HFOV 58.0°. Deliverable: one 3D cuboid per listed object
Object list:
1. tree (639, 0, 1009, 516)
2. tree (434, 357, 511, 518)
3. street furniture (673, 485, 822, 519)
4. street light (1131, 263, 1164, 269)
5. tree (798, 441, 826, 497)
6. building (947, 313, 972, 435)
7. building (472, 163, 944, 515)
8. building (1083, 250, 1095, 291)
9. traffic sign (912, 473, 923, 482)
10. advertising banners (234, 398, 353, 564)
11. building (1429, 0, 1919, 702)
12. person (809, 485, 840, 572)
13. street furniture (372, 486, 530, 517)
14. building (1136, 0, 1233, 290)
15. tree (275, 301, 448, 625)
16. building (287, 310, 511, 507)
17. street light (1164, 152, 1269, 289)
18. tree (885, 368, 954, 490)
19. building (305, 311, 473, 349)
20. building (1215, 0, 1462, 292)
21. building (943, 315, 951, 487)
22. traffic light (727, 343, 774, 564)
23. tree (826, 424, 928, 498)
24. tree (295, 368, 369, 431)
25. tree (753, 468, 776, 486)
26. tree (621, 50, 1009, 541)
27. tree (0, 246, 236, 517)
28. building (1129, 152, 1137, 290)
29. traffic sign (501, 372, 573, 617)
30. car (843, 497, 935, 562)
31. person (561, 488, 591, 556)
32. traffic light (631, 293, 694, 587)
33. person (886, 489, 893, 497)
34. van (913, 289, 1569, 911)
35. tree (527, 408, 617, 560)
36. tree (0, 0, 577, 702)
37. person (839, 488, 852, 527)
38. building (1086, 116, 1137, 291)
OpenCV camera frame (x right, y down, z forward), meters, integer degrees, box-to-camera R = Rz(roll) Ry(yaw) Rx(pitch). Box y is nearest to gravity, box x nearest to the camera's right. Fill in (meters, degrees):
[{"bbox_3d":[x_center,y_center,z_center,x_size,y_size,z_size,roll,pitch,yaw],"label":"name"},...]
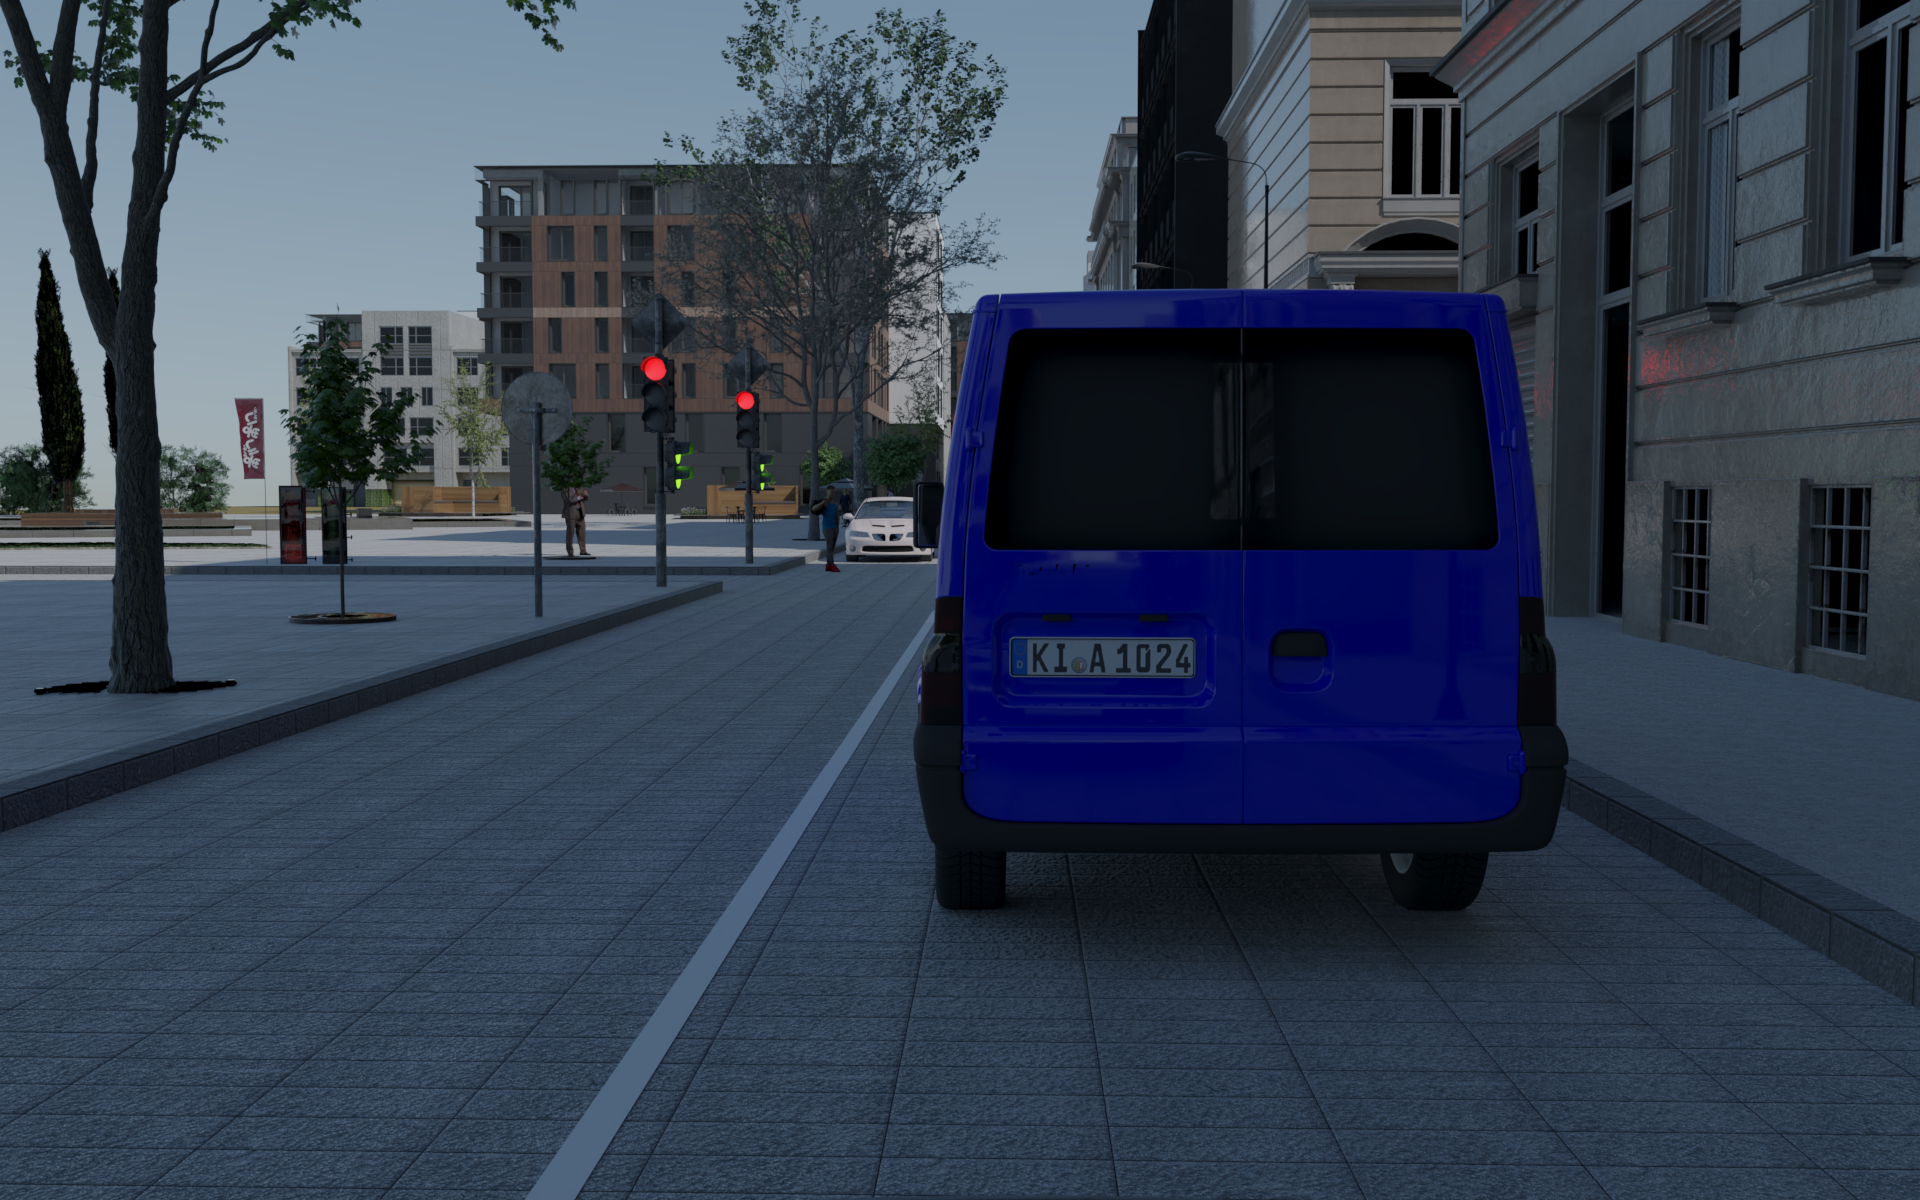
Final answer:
[{"bbox_3d":[-4.961,-12.773,64.733,12.611,20.169,13.585,0,3,0],"label":"tree"},{"bbox_3d":[-26.264,-8.792,94.115,4.737,8.622,4.395,0,3,0],"label":"tree"},{"bbox_3d":[-12.050,-5.214,92.098,11.010,1.723,9.812,0,4,-7],"label":"street furniture"},{"bbox_3d":[4.133,-3.816,34.927,1.470,5.913,1.316,0,4,2],"label":"street light"},{"bbox_3d":[-8.183,-7.442,105.388,4.285,4.588,4.351,0,3,0],"label":"tree"},{"bbox_3d":[3.585,-22.132,205.828,32.646,21.610,27.936,0,4,2],"label":"building"},{"bbox_3d":[-15.722,-17.121,123.910,27.936,21.610,32.646,0,4,2],"label":"building"},{"bbox_3d":[16.506,-16.026,118.449,16.016,20.091,11.380,0,4,2],"label":"building"},{"bbox_3d":[-2.259,-5.346,87.514,0.768,2.556,0.104,1,4,10],"label":"traffic sign"},{"bbox_3d":[-12.165,-2.166,31.610,2.074,3.025,0.090,0,4,0],"label":"advertising banners"},{"bbox_3d":[13.095,-10.630,7.085,16.112,22.955,30.059,0,4,2],"label":"building"},{"bbox_3d":[-2.421,-1.317,31.908,0.662,1.594,0.647,2,4,29],"label":"person"},{"bbox_3d":[-30.351,-5.875,102.918,11.010,1.723,9.812,0,4,4],"label":"street furniture"},{"bbox_3d":[12.554,-13.912,57.138,12.332,23.373,15.834,0,4,2],"label":"building"},{"bbox_3d":[-6.269,-1.388,17.302,1.663,3.219,1.824,0,3,0],"label":"tree"},{"bbox_3d":[-48.891,-18.890,175.310,31.486,18.905,16.747,0,4,2],"label":"building"},{"bbox_3d":[3.622,-3.127,23.661,1.470,5.913,1.316,0,4,2],"label":"street light"},{"bbox_3d":[-2.268,-9.214,101.013,4.737,8.622,4.395,0,3,0],"label":"tree"},{"bbox_3d":[-57.603,-22.200,206.941,32.646,21.610,27.936,0,4,2],"label":"building"},{"bbox_3d":[16.469,-15.442,38.376,20.117,28.700,13.634,0,4,2],"label":"building"},{"bbox_3d":[-16.988,-18.828,174.290,31.486,18.905,16.747,0,4,2],"label":"building"},{"bbox_3d":[-3.873,-2.608,31.881,0.839,4.213,0.868,0,4,2],"label":"traffic light"},{"bbox_3d":[-3.105,-5.972,81.350,4.285,4.588,4.351,0,3,0],"label":"tree"},{"bbox_3d":[-33.957,-8.756,93.528,4.737,8.622,4.395,0,3,0],"label":"tree"},{"bbox_3d":[-12.308,-6.813,106.001,1.663,3.219,1.824,0,3,0],"label":"tree"},{"bbox_3d":[-3.887,-8.379,47.362,12.009,13.543,11.850,0,3,0],"label":"tree"},{"bbox_3d":[-51.752,-12.088,99.453,18.604,14.587,13.155,1,4,12],"label":"tree"},{"bbox_3d":[12.933,-13.382,73.544,10.420,20.320,16.860,0,4,2],"label":"building"},{"bbox_3d":[-4.413,-1.099,18.070,0.768,2.556,0.104,0,4,4],"label":"traffic sign"},{"bbox_3d":[-1.500,-1.586,38.288,2.083,1.381,4.827,0,4,0],"label":"car"},{"bbox_3d":[-7.972,-1.792,36.029,0.600,1.739,0.565,1,4,20],"label":"person"},{"bbox_3d":[-4.122,-2.120,23.900,0.839,4.213,0.868,0,4,2],"label":"traffic light"},{"bbox_3d":[-4.067,-5.621,100.164,0.590,1.554,0.614,1,4,17],"label":"person"},{"bbox_3d":[0.853,-0.198,7.619,2.240,2.365,5.245,0,4,1],"label":"van"},{"bbox_3d":[-7.775,-2.405,33.924,1.663,3.219,1.824,0,3,0],"label":"tree"},{"bbox_3d":[-5.424,-5.202,10.812,9.928,11.665,9.643,0,3,0],"label":"tree"},{"bbox_3d":[-4.431,-3.593,67.336,0.480,1.512,0.613,0,4,6],"label":"person"},{"bbox_3d":[13.975,-15.440,94.237,13.314,21.916,24.055,0,4,2],"label":"building"}]
